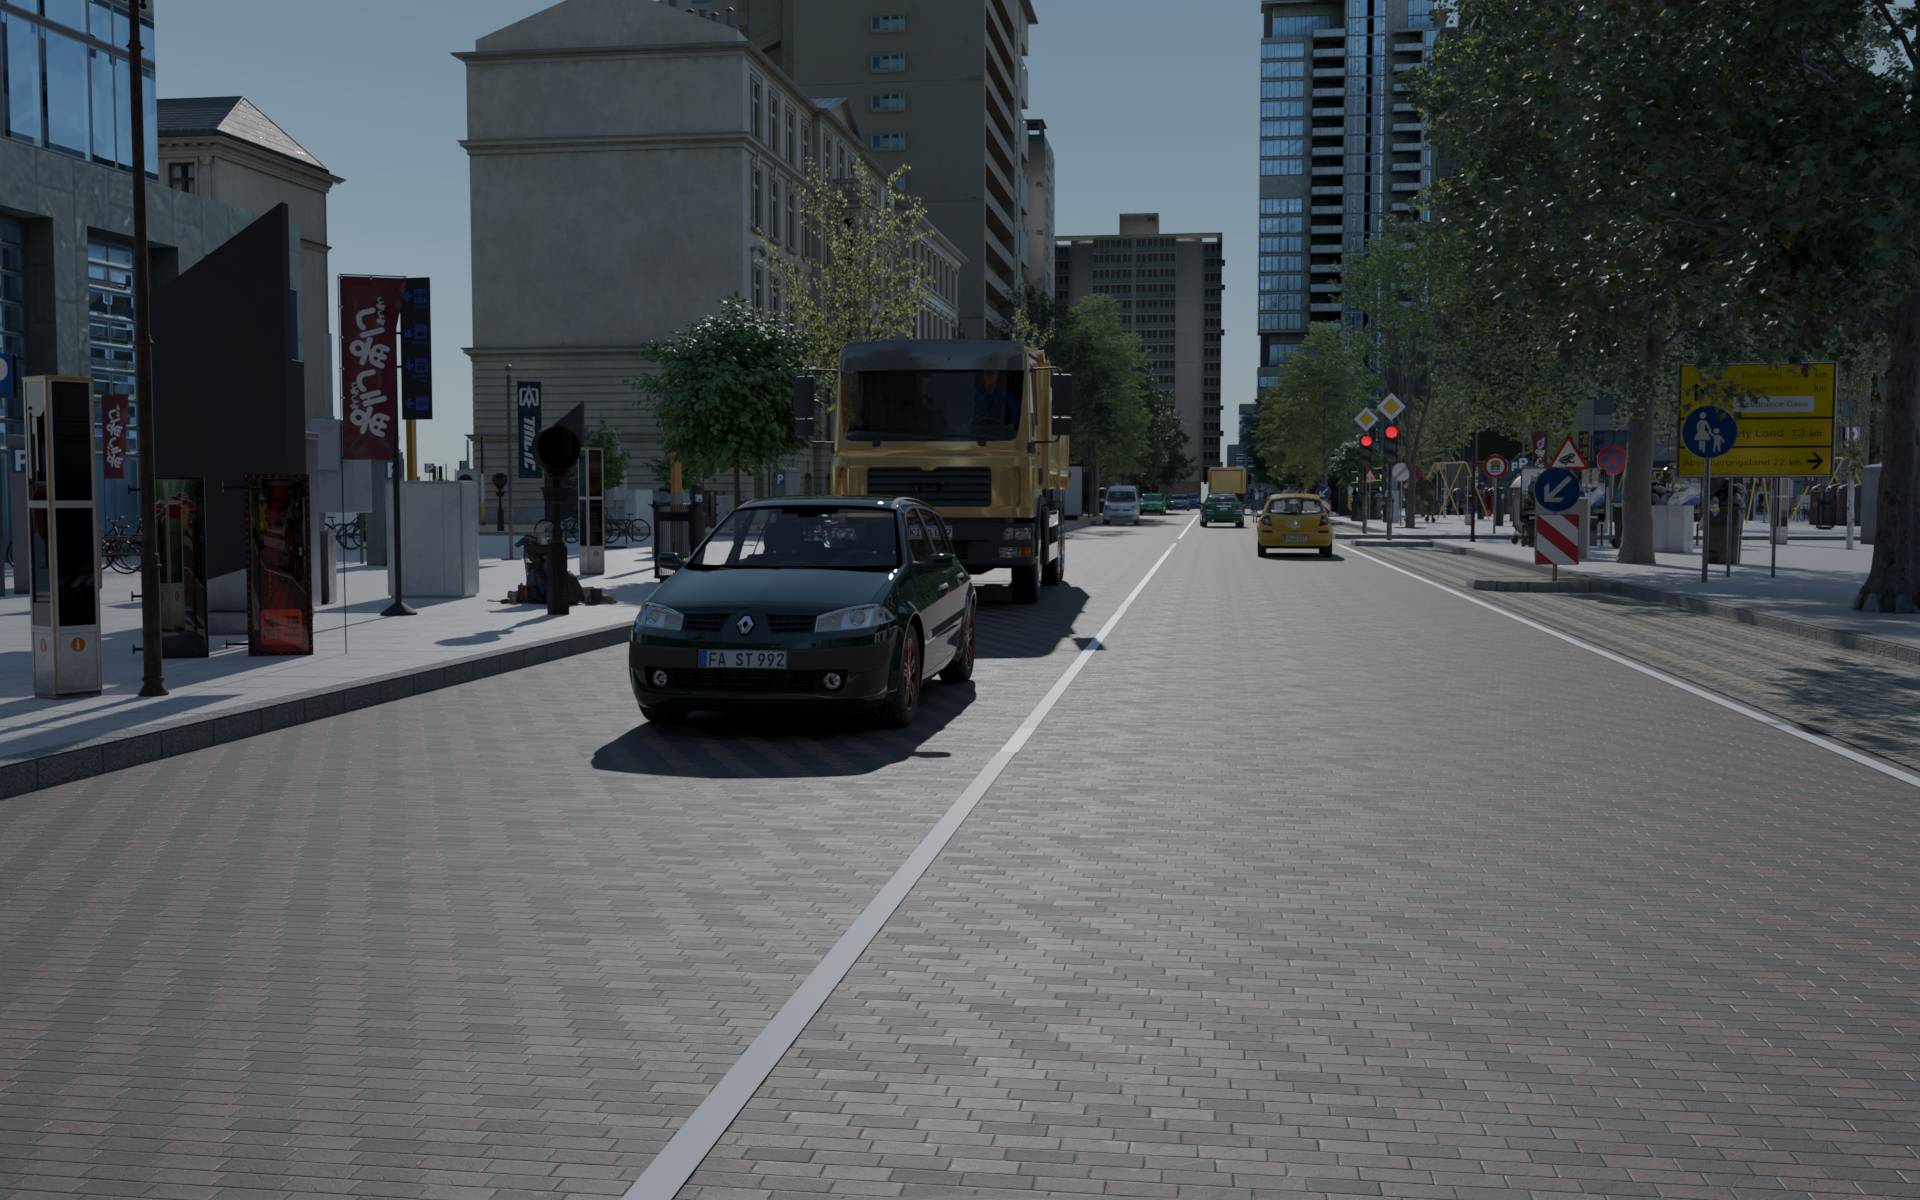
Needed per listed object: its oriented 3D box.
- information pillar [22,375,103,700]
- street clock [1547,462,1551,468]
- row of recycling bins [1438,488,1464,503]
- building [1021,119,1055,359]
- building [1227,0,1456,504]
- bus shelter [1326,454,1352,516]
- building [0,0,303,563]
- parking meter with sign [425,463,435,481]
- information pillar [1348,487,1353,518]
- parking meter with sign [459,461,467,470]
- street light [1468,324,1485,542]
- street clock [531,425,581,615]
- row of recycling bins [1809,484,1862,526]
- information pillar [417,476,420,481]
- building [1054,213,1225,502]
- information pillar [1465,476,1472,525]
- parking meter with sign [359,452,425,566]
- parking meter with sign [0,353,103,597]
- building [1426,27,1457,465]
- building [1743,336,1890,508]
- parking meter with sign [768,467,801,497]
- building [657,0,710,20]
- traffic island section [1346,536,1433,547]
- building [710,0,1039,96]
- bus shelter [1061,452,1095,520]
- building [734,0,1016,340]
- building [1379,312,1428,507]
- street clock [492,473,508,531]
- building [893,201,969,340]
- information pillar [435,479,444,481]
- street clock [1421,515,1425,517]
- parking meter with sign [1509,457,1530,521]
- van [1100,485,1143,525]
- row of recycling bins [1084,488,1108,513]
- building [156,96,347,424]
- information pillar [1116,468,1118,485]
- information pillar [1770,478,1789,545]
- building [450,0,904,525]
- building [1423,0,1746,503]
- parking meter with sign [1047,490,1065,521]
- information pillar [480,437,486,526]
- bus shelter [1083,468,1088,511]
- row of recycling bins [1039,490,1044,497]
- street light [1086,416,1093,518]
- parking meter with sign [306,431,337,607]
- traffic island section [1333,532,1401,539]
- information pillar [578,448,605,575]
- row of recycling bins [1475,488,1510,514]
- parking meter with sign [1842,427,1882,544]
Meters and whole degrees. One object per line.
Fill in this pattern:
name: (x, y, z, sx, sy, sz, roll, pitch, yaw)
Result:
information pillar: (-5.653, -0.393, 10.916, 0.304, 2.012, 0.304, 3, 4, 36)
street clock: (13.590, -2.145, 39.637, 0.358, 2.002, 0.471, 3, 4, 36)
row of recycling bins: (35.491, -7.022, 121.917, 3.534, 1.692, 1.069, 1, 4, 12)
building: (3.211, -31.080, 191.747, 14.086, 41.232, 14.154, 1, 4, 8)
building: (51.619, -56.159, 230.874, 31.000, 86.520, 22.319, 1, 4, 8)
bus shelter: (22.889, -6.855, 103.358, 1.731, 3.624, 6.357, 1, 4, 8)
building: (-32.787, -43.910, 30.595, 31.000, 86.520, 22.319, 1, 4, 8)
parking meter with sign: (-30.329, -6.302, 99.303, 0.543, 3.016, 1.738, -1, 4, -13)
information pillar: (21.360, -6.295, 94.273, 0.504, 3.616, 0.183, -1, 4, -18)
parking meter with sign: (-25.098, -5.726, 89.887, 1.738, 3.016, 0.543, 2, 4, 23)
street light: (13.758, -4.497, 46.307, 0.468, 5.910, 1.993, 1, 4, 8)
street clock: (-4.283, -0.846, 18.407, 0.471, 2.002, 0.358, -2, 4, -30)
row of recycling bins: (35.879, -3.879, 70.530, 1.069, 1.692, 3.534, 0, 4, -5)
information pillar: (-22.564, -4.122, 71.882, 0.304, 2.012, 0.304, -1, 4, -10)
building: (24.874, -33.671, 242.396, 23.993, 40.220, 32.217, 1, 4, 8)
information pillar: (20.900, -4.069, 71.024, 0.304, 2.012, 0.304, 0, 4, 1)
parking meter with sign: (-10.392, -2.136, 31.192, 1.738, 3.016, 0.543, 3, 5, 43)
parking meter with sign: (-11.863, -1.599, 22.413, 0.543, 3.016, 1.738, 1, 4, 9)
building: (48.945, -28.830, 154.959, 14.154, 41.232, 14.086, 1, 4, 8)
building: (91.635, -20.042, 172.726, 28.899, 21.520, 27.650, 1, 4, 8)
parking meter with sign: (-4.846, -3.234, 49.142, 0.543, 3.016, 1.738, 3, 4, 37)
building: (-18.242, -39.675, 190.693, 28.212, 58.520, 21.231, 1, 4, 8)
traffic island section: (11.936, -1.578, 48.083, 2.009, 0.180, 2.903, 1, 4, 8)
building: (-7.783, -35.565, 170.732, 28.713, 52.752, 27.495, 1, 4, 8)
bus shelter: (5.553, -5.669, 86.613, 2.014, 3.302, 5.546, 1, 4, 8)
building: (-7.140, -31.903, 145.317, 21.300, 48.544, 21.600, 1, 4, 8)
building: (58.106, -20.236, 175.900, 27.650, 21.520, 28.899, 1, 4, 8)
street clock: (-15.870, -3.377, 59.779, 0.471, 2.002, 0.358, -3, 4, -38)
building: (-6.598, -17.103, 115.792, 11.583, 22.565, 21.152, 1, 4, 8)
information pillar: (-24.952, -4.807, 83.083, 0.304, 2.012, 0.304, -3, 5, -41)
street clock: (25.993, -5.663, 97.154, 0.471, 2.002, 0.358, 2, 4, 23)
parking meter with sign: (26.374, -5.229, 81.761, 0.543, 3.016, 1.738, 2, 4, 31)
van: (7.566, -4.526, 81.017, 2.013, 2.044, 4.112, 0, 4, 7)
row of recycling bins: (8.311, -6.684, 116.404, 3.534, 1.692, 1.069, -1, 4, -11)
building: (-39.590, -13.129, 79.281, 19.286, 19.102, 10.561, 1, 4, 8)
information pillar: (10.962, -7.923, 120.892, 0.183, 3.616, 0.504, 0, 4, 4)
information pillar: (20.851, -2.420, 44.060, 0.304, 2.012, 0.304, -2, 4, -25)
building: (-11.443, -16.463, 88.255, 14.460, 24.649, 34.723, 1, 4, 8)
building: (48.741, -42.705, 136.476, 20.563, 71.187, 20.611, 1, 4, 8)
parking meter with sign: (4.411, -5.275, 82.512, 0.543, 3.016, 1.738, 3, 5, 45)
information pillar: (-19.502, -4.858, 70.775, 0.183, 3.616, 0.504, -1, 4, -10)
bus shelter: (9.132, -8.276, 126.597, 1.731, 3.624, 6.357, 1, 4, 8)
row of recycling bins: (4.163, -5.149, 91.307, 1.069, 1.692, 3.534, 1, 4, 22)
street light: (6.887, -7.320, 92.475, 0.468, 5.910, 1.993, 1, 4, 8)
parking meter with sign: (-7.493, -1.421, 19.492, 0.543, 3.016, 1.738, 0, 4, -4)
traffic island section: (13.098, -2.061, 55.983, 2.009, 0.180, 2.903, 1, 4, 8)
information pillar: (-5.859, -1.409, 27.522, 0.304, 2.012, 0.304, -3, 5, -40)
row of recycling bins: (34.598, -6.410, 111.917, 1.069, 1.692, 3.534, 0, 4, -4)
parking meter with sign: (23.378, -2.925, 44.091, 0.543, 3.016, 1.738, -2, 4, -25)
